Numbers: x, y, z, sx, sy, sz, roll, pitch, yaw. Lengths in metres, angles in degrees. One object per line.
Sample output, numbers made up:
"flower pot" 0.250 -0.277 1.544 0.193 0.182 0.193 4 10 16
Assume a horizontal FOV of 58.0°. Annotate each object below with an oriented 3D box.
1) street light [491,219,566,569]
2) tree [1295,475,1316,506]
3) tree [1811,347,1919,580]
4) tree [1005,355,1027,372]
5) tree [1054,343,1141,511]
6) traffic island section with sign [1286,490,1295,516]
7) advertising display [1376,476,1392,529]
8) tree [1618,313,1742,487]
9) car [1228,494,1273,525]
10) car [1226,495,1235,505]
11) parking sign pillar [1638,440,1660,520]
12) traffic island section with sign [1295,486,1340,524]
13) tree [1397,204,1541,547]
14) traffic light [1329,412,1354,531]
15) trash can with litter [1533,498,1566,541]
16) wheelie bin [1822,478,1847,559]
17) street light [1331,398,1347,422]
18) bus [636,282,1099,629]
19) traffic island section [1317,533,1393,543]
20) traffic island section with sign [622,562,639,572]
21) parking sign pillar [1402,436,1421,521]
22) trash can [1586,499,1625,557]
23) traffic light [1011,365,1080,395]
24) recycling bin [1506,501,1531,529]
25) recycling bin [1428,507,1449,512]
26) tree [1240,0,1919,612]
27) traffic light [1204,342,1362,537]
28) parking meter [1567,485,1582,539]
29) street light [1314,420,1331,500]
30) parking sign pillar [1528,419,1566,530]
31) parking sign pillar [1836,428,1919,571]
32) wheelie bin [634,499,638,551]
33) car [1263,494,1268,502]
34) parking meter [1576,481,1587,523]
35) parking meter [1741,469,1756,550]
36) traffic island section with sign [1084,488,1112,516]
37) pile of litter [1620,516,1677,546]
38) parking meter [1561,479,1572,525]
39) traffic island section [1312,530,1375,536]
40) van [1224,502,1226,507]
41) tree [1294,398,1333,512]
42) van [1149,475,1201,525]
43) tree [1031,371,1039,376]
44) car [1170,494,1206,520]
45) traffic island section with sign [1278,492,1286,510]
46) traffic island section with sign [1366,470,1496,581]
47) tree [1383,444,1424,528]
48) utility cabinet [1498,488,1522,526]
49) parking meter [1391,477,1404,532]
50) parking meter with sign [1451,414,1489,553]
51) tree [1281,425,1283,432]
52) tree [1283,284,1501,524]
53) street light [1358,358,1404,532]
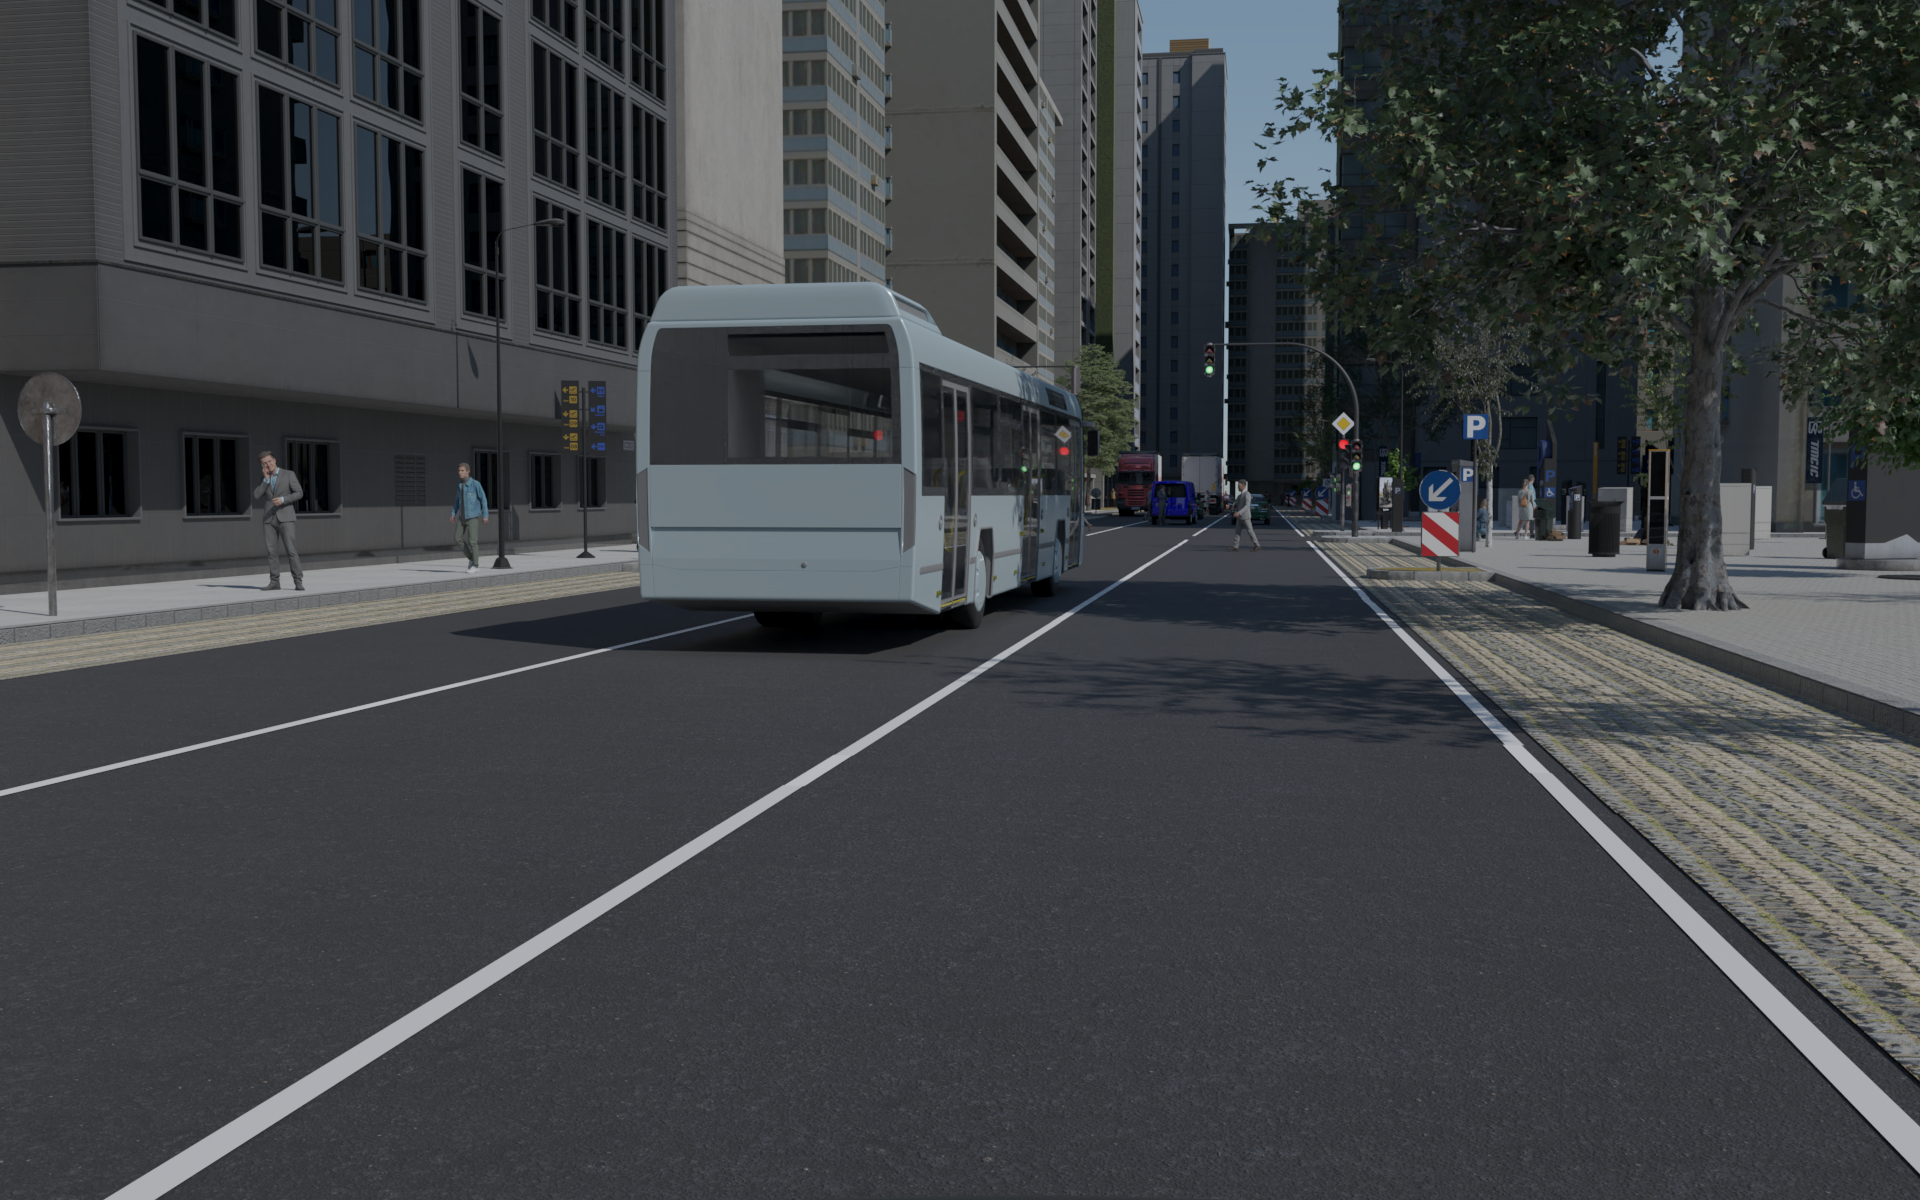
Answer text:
"street light" -7.339 -3.482 29.474 1.470 5.913 1.316 1 4 10
"tree" 38.628 -12.214 194.307 1.663 3.219 1.824 0 3 0
"tree" 14.774 -2.590 26.054 4.285 4.588 4.351 0 3 0
"tree" 1.878 -8.643 91.669 4.360 8.622 3.978 0 3 0
"tree" 10.125 -12.999 130.667 7.486 12.596 7.792 0 3 0
"traffic island section with sign" 22.209 -6.296 111.569 1.989 1.847 2.006 1 4 10
"advertising display" 15.486 -3.543 63.143 0.123 1.923 0.974 3 5 45
"tree" 25.080 -6.704 59.966 4.737 8.622 4.395 0 3 0
"car" 13.825 -4.316 82.358 2.131 1.459 4.920 1 4 9
"car" 31.505 -11.772 204.840 2.083 1.381 4.827 0 4 8
"parking sign pillar" 34.305 -5.934 85.497 1.447 3.967 1.447 -2 4 -33
"traffic island section with sign" 17.436 -4.616 84.106 1.989 1.847 2.006 1 4 10
"tree" 12.529 -5.579 41.572 4.360 8.622 3.978 0 3 0
"traffic light" 13.142 -4.319 59.537 0.839 4.253 0.868 1 4 10
"trash can with litter" 16.228 -2.212 47.547 0.624 1.170 1.055 -1 4 -21
"wheelie bin" 17.500 -1.608 34.203 0.693 1.594 0.980 -1 4 -17
"street light" 18.841 -6.804 83.794 1.470 5.913 1.316 1 4 10
"bus" -0.378 -1.641 21.695 2.948 3.499 13.247 1 4 11
"traffic island section" 11.815 -1.804 51.777 2.009 0.180 2.903 1 4 10
"traffic island section with sign" -5.047 -1.455 32.423 1.989 1.847 2.006 1 4 10
"parking sign pillar" 21.437 -5.703 81.711 1.447 3.967 1.447 1 4 11
"trash can" 13.141 -1.447 35.314 0.748 1.137 0.748 0 3 0
"traffic light" 1.853 -5.311 61.509 4.771 5.953 1.251 1 4 10
"recycling bin" 20.936 -3.195 64.799 0.722 1.027 0.722 -3 5 -45
"recycling bin" 17.404 -3.087 63.019 0.722 1.027 0.722 1 4 17
"tree" 8.288 -6.239 19.018 9.611 12.733 9.660 0 3 0
"traffic light" 9.701 -4.723 51.886 4.771 5.953 1.251 1 4 10
"parking meter" 17.448 -2.492 49.156 0.372 1.533 0.369 0 3 0
"street light" 23.072 -8.302 108.276 1.470 5.913 1.316 1 4 10
"parking sign pillar" 20.946 -4.485 61.799 1.447 3.967 1.447 1 4 9
"parking sign pillar" 15.720 -2.501 29.362 1.447 3.967 1.447 -1 4 -19
"wheelie bin" -6.736 -1.854 38.224 0.980 1.594 0.693 3 4 37
"car" 34.348 -11.463 197.199 2.009 1.686 4.222 1 4 10
"parking meter" 27.627 -4.361 77.018 0.255 1.863 0.399 -3 4 -38
"parking meter" 18.186 -2.095 39.972 0.255 1.863 0.399 3 4 36
"traffic island section with sign" 8.886 -6.366 112.719 1.989 1.847 2.006 1 4 10
"pile of litter" 17.220 -1.799 43.379 1.176 0.858 1.719 -1 4 -12
"parking meter" 23.930 -3.831 68.351 0.399 1.863 0.255 -3 4 -36
"traffic island section" 13.180 -2.285 59.645 2.009 0.180 2.903 1 4 10
"van" 29.161 -11.537 195.648 2.013 2.044 4.112 1 4 10
"tree" 26.216 -10.588 123.470 4.737 8.622 4.395 0 3 0
"van" 10.191 -4.763 82.253 2.240 2.365 5.245 1 4 12
"tree" 3.149 -9.075 98.739 4.737 8.622 4.395 0 3 0
"car" 12.925 -5.308 98.591 2.131 1.459 4.920 1 4 9
"traffic island section with sign" 30.589 -9.252 159.905 1.989 1.847 2.006 1 4 10
"traffic island section with sign" 7.933 -1.265 29.313 1.989 1.847 2.006 1 4 10
"tree" 16.629 -4.384 66.285 1.663 3.219 1.824 0 3 0
"utility cabinet" 21.837 -3.646 68.283 1.173 1.500 0.318 -1 4 -11
"parking meter" 14.747 -3.217 58.312 0.399 1.863 0.255 1 4 16
"parking meter with sign" 11.287 -2.595 38.684 0.543 3.016 1.738 0 4 3
"tree" 29.400 -12.446 137.896 8.767 10.594 7.601 2 4 23
"tree" 18.422 -8.482 73.091 8.767 10.594 7.601 1 4 14
"street light" 14.568 -5.311 59.380 1.470 5.913 1.316 1 4 10
